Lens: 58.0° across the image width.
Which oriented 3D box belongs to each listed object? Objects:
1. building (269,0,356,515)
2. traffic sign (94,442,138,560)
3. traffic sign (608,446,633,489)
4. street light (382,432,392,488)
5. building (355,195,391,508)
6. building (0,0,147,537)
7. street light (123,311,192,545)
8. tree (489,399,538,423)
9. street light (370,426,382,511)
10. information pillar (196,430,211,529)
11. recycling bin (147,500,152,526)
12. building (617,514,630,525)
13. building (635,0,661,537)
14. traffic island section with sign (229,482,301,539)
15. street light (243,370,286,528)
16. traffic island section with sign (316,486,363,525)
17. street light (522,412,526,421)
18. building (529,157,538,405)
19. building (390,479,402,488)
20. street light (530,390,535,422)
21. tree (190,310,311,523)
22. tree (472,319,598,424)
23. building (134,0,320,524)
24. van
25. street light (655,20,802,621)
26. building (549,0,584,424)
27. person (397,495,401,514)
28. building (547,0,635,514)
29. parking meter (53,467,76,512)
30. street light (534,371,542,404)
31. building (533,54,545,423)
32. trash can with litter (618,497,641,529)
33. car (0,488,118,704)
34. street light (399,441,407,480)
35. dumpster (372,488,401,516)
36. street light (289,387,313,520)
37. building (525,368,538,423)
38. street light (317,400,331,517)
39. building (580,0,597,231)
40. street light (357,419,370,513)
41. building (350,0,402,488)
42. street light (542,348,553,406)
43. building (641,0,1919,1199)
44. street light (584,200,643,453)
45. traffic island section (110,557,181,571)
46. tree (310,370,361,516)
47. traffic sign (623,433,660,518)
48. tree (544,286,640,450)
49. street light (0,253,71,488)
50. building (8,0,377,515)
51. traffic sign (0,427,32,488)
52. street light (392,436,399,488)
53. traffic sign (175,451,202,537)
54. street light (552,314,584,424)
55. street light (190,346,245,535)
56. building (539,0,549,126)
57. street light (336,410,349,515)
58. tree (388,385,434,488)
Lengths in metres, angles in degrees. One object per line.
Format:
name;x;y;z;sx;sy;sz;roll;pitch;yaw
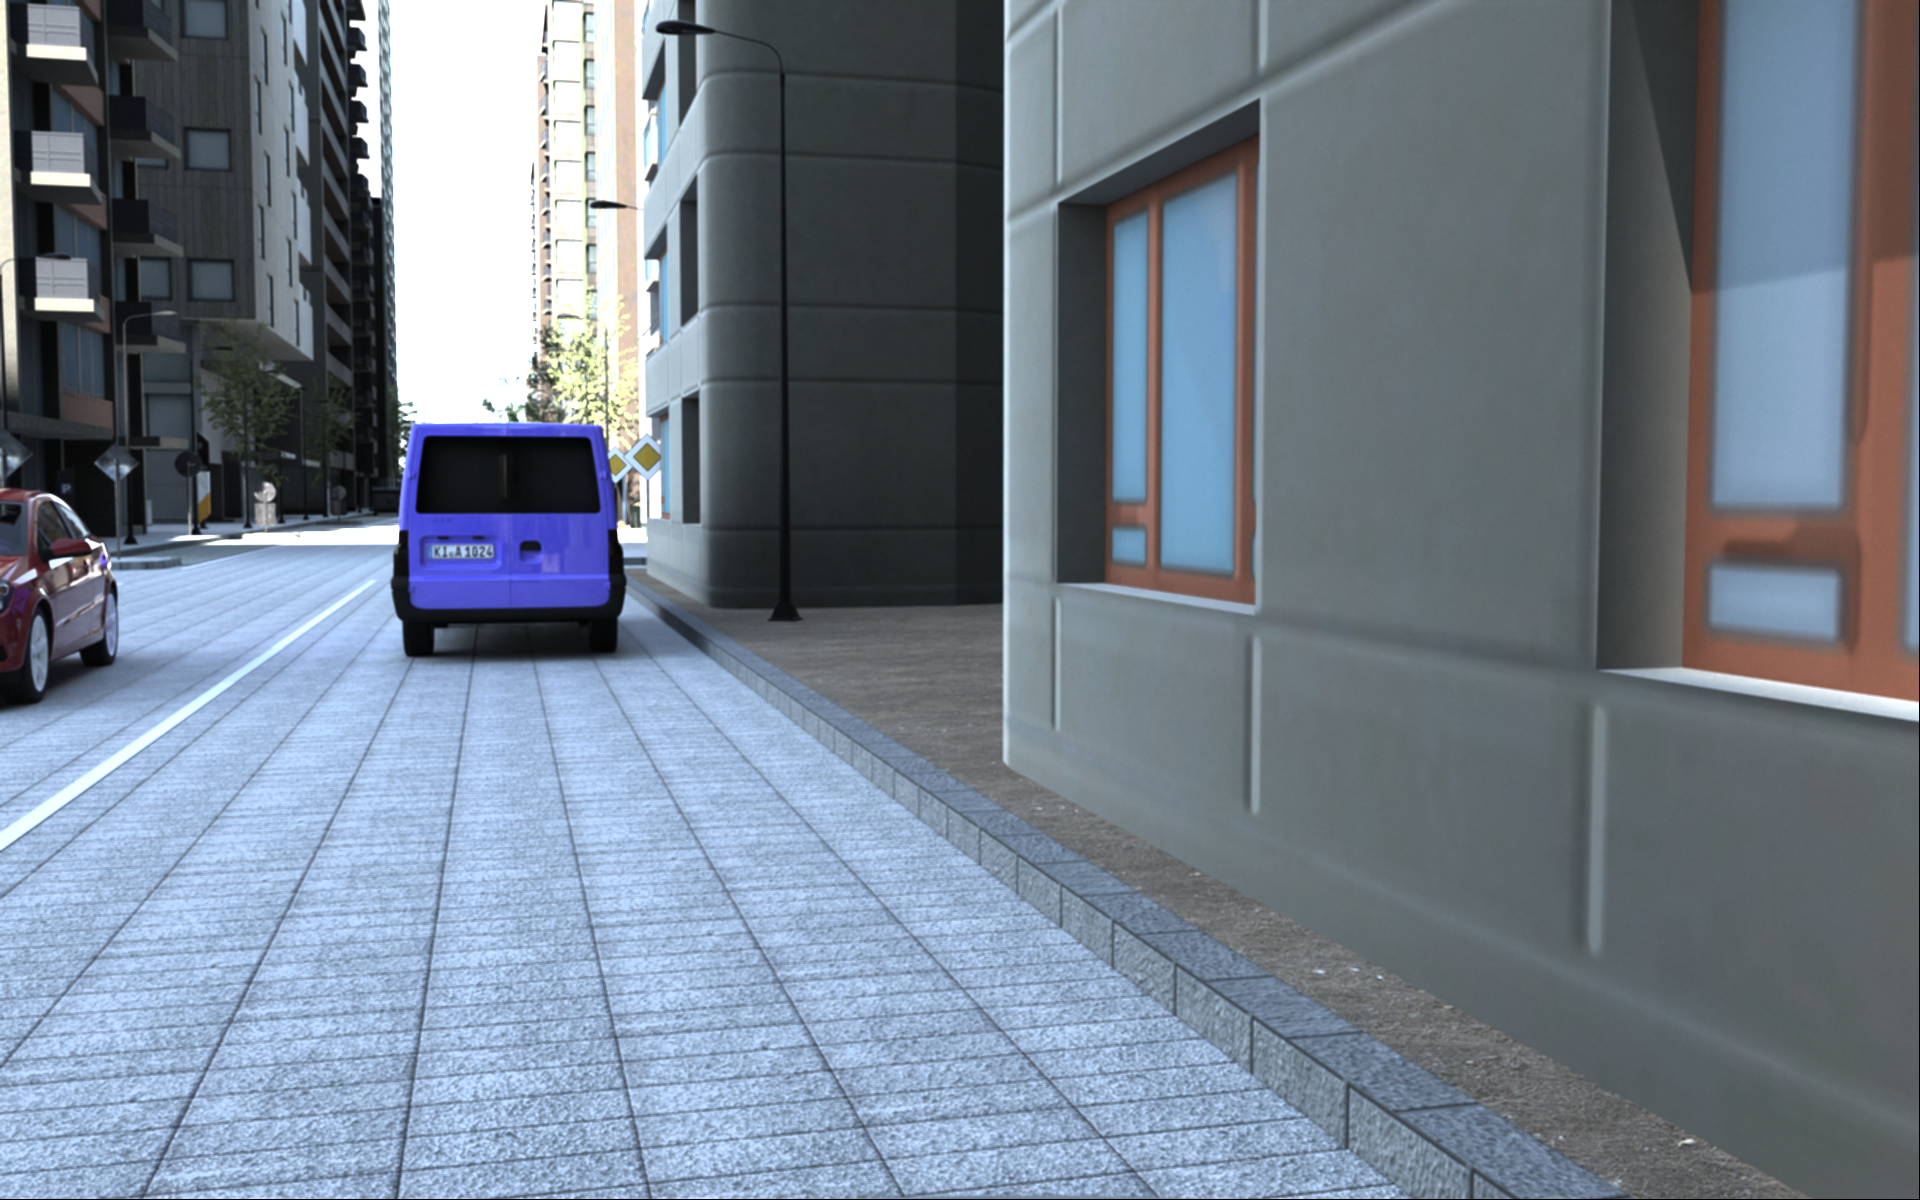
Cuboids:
building;-51.916;-29.915;112.811;21.300;48.544;21.600;-1;4;-15
traffic sign;-16.416;-1.841;33.739;0.795;2.450;0.064;-1;4;-15
traffic sign;-7.188;-1.989;36.171;0.795;2.450;0.064;-1;4;-15
street light;-43.284;-9.554;128.744;1.470;5.913;1.316;-1;4;-15
building;-60.736;-23.759;160.168;14.160;30.474;14.107;-1;4;-15
building;-33.176;-23.791;43.605;22.147;44.769;28.867;-1;4;-15
street light;-20.602;-4.375;44.077;1.470;5.913;1.316;-1;4;-15
tree;-47.223;-16.104;189.060;9.928;11.665;9.643;0;3;0
street light;-40.505;-8.918;118.356;1.470;5.913;1.316;-1;4;-15
information pillar;-27.829;-4.425;63.707;0.504;3.616;0.183;1;4;17
recycling bin;-32.730;-3.452;68.989;0.722;1.027;0.722;1;4;17
building;-9.169;-26.205;78.565;14.600;45.320;14.200;-1;4;-15
building;1.336;-26.129;50.913;21.600;48.544;21.300;-1;4;-15
traffic island section with sign;-22.246;-2.867;55.506;1.989;1.847;2.006;-1;4;-15
street light;-26.170;-5.647;64.875;1.470;5.913;1.316;-1;4;-15
traffic island section with sign;-29.198;-4.460;81.552;1.989;1.847;2.006;-1;4;-15
street light;-23.801;-7.653;97.672;1.470;5.913;1.316;-1;4;-15
building;-44.023;-34.822;223.956;22.147;44.769;28.867;-1;4;-15
building;-80.098;-30.712;194.022;32.217;40.220;23.993;-1;4;-15
street light;-18.214;-6.383;76.904;1.470;5.913;1.316;-1;4;-15
tree;-28.554;-7.267;69.180;4.737;8.622;4.395;0;3;0
tree;-21.612;-9.621;91.712;8.767;10.594;7.601;-1;4;-14
building;-45.986;-30.080;81.047;28.713;52.752;27.495;-1;4;-15
van;-4.434;-0.778;17.107;2.240;2.365;5.245;-1;4;-14
street light;-2.300;-2.737;17.287;1.470;5.913;1.316;-1;4;-15
building;-20.994;-26.665;119.574;14.154;41.232;14.086;-1;4;-15
person;-29.716;-5.109;92.526;0.515;1.767;0.782;2;4;31
building;-24.411;-29.602;134.097;14.600;45.320;14.200;-1;4;-15
parking meter;-19.532;-1.962;37.792;0.399;1.863;0.255;-3;4;-39
street light;-15.235;-5.696;65.678;1.470;5.913;1.316;-1;4;-15
building;-35.737;-32.147;175.706;14.600;45.320;14.200;-1;4;-15
trash can with litter;-12.166;-3.204;63.778;1.055;1.170;0.624;-1;4;-19
car;-7.551;-0.235;12.890;2.155;1.783;4.494;-1;4;-17
street light;-49.162;-10.891;150.601;1.470;5.913;1.316;-1;4;-15
dumpster;-37.656;-6.455;113.757;1.865;1.857;1.264;-1;4;-16
street light;-28.968;-6.282;75.257;1.470;5.913;1.316;-1;4;-15
building;-49.017;-24.962;253.172;27.650;21.520;28.899;-1;4;-15
street light;-31.819;-6.916;85.626;1.470;5.913;1.316;-1;4;-15
building;-15.646;-20.341;104.284;14.160;30.474;14.107;-1;4;-15
street light;-37.722;-8.270;107.751;1.470;5.913;1.316;-1;4;-15
building;-85.595;-48.793;236.013;20.563;71.187;20.611;-1;4;-15
street light;-12.447;-5.059;55.259;1.470;5.913;1.316;-1;4;-15
building;12.044;-10.505;16.790;27.650;21.520;28.899;-1;4;-15
street light;-5.168;-3.373;27.697;1.470;5.913;1.316;-1;4;-15
traffic island section;-16.437;-0.704;33.795;2.009;0.180;2.903;-1;4;-15
tree;-37.648;-9.299;102.405;4.737;8.622;4.395;0;3;0
traffic sign;-5.130;-1.518;28.454;0.795;2.450;0.064;-1;4;-15
tree;-13.080;-6.857;62.476;4.737;8.622;4.395;0;3;0
street light;-17.823;-3.722;33.392;1.470;5.913;1.316;-1;4;-15
building;-59.039;-29.564;137.989;22.147;44.769;28.867;-1;4;-15
traffic sign;-14.358;-1.369;26.023;0.795;2.450;0.064;-1;4;-15
street light;-46.113;-10.188;139.118;1.470;5.913;1.316;-1;4;-15
traffic sign;-22.900;-3.139;51.425;0.768;2.556;0.104;-1;4;-9
street light;-9.689;-4.423;44.865;1.470;5.913;1.316;-1;4;-15
street light;-23.515;-5.010;54.454;1.470;5.913;1.316;-1;4;-15
building;-26.117;-30.659;155.903;22.147;44.769;28.867;-1;4;-15
street light;-34.650;-7.551;96.000;1.470;5.913;1.316;-1;4;-15
tree;-59.112;-16.011;179.902;7.486;12.596;7.792;0;3;0
